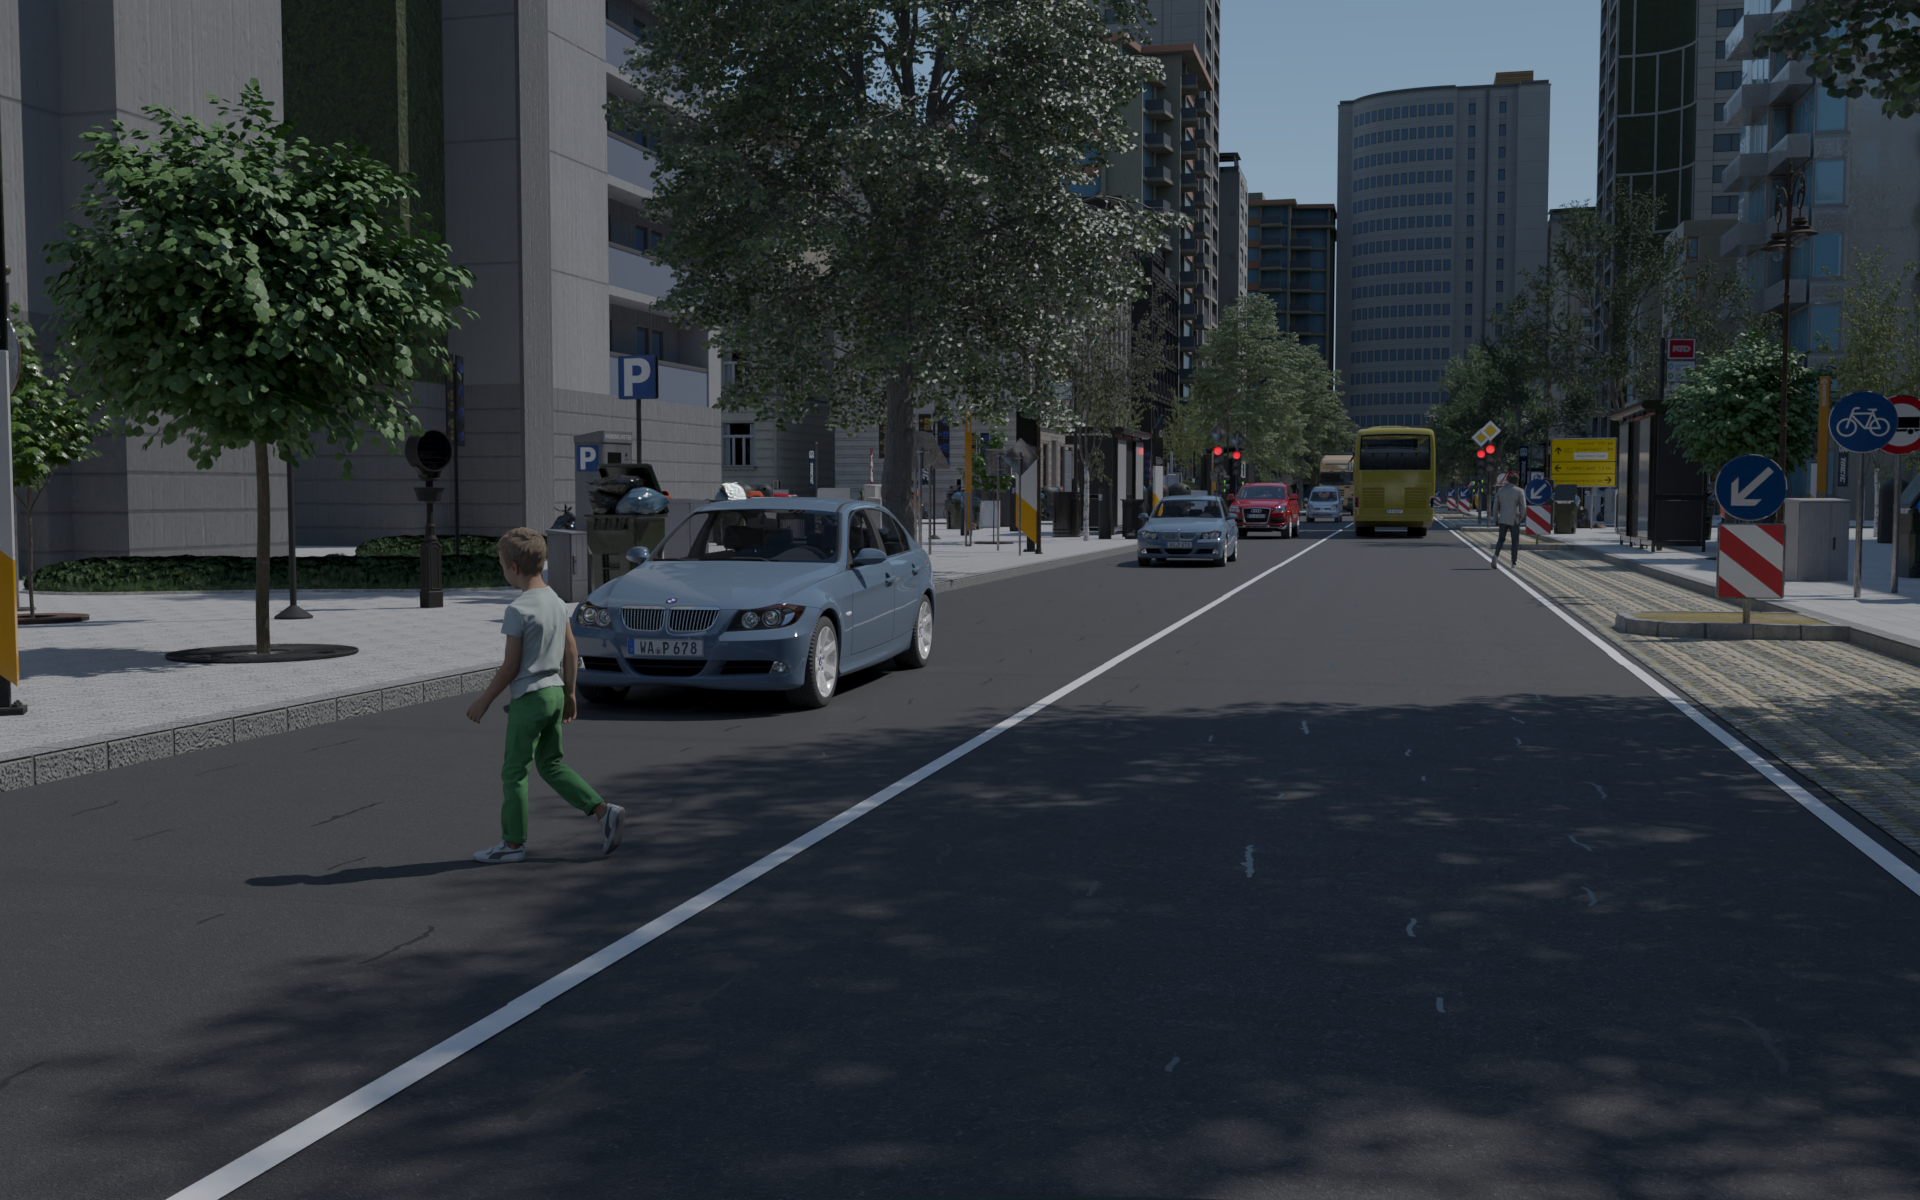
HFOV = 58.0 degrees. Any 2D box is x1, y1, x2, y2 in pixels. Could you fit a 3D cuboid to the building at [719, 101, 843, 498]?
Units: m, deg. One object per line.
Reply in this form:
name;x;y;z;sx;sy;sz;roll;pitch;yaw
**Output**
building;-21.948;-16.572;104.240;30.059;22.955;16.112;1;4;14

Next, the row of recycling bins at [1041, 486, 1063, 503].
row of recycling bins;4.832;-4.998;88.823;1.069;1.692;3.534;1;4;21

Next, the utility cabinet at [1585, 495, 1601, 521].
utility cabinet;30.113;-4.389;82.922;1.020;1.237;0.306;0;4;8

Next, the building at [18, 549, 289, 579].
building;-25.188;-29.072;17.332;21.231;58.520;28.212;1;4;14

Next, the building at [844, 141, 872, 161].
building;-8.281;-34.225;214.209;28.867;44.769;22.147;1;4;14

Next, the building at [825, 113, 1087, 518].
building;0.577;-16.187;100.821;11.583;22.565;21.152;1;4;14

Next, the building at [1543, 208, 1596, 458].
building;88.064;-33.967;238.951;14.086;41.232;14.154;1;4;14

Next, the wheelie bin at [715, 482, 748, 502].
wheelie bin;-6.239;-2.397;47.102;0.980;1.594;0.693;-3;5;-42

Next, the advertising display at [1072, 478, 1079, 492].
advertising display;4.897;-3.992;70.484;0.123;1.923;0.974;3;5;40

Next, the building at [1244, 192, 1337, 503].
building;40.489;-36.706;254.768;28.867;44.769;22.147;1;4;14

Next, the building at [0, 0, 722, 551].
building;-22.316;-31.250;52.929;28.212;58.520;21.231;1;4;14

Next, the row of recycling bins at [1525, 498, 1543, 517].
row of recycling bins;28.296;-4.792;85.468;1.069;1.692;3.534;-1;4;-11

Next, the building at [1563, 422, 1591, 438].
building;78.068;-53.460;186.743;22.319;86.520;31.000;1;4;14

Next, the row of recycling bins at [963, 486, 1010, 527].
row of recycling bins;1.115;-3.762;68.622;1.069;1.692;3.534;-2;4;-31

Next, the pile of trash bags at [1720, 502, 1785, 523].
pile of trash bags;28.500;-3.127;60.882;3.447;1.369;1.912;1;4;13

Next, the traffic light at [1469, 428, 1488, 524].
traffic light;22.191;-5.199;73.917;0.839;4.253;0.868;1;4;14

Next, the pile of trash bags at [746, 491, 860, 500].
pile of trash bags;-4.956;-2.656;53.176;3.447;1.369;1.912;-2;4;-25

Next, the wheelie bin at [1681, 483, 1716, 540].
wheelie bin;20.457;-2.446;47.895;0.980;1.594;0.693;-2;4;-31

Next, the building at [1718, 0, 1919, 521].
building;55.716;-28.698;88.828;30.456;49.044;23.786;1;4;14

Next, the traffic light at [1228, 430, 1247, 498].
traffic light;12.244;-5.353;76.435;0.839;4.253;0.868;1;4;14

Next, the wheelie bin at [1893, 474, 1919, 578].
wheelie bin;14.782;-1.142;26.586;0.693;1.594;0.980;0;4;7

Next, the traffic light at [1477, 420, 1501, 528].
traffic light;20.212;-4.725;66.180;0.839;4.253;0.868;1;4;14

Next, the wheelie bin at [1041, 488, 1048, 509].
wheelie bin;3.912;-4.714;84.988;0.693;1.594;0.980;-2;4;-23

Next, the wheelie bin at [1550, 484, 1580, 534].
wheelie bin;19.462;-2.922;55.688;0.980;1.594;0.693;2;4;32

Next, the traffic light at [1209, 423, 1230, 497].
traffic light;10.266;-4.879;68.698;0.839;4.253;0.868;1;4;14

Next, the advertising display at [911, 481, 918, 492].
advertising display;-2.437;-4.838;84.309;0.974;1.923;0.123;-1;4;-21

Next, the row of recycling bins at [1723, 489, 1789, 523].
row of recycling bins;34.427;-4.148;74.938;1.069;1.692;3.534;-1;4;-15

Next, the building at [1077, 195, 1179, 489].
building;10.212;-18.827;137.501;12.332;23.373;15.834;1;4;14

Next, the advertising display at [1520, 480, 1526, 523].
advertising display;25.043;-4.394;77.056;0.123;1.923;0.974;1;4;23

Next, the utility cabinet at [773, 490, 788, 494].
utility cabinet;-9.085;-4.789;86.976;0.318;1.500;1.173;2;4;30

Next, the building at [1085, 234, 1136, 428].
building;6.056;-16.613;120.772;9.793;20.994;18.267;1;4;14

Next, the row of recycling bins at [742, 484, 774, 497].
row of recycling bins;-9.396;-3.950;71.703;3.534;1.692;1.069;1;4;12

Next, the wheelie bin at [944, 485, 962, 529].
wheelie bin;-0.144;-3.373;63.061;0.693;1.594;0.980;-3;5;-40

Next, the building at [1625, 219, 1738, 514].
building;62.638;-16.836;120.310;27.650;21.520;28.899;1;4;14

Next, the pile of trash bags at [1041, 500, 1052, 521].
pile of trash bags;2.907;-4.410;81.852;3.447;1.369;1.912;-2;4;-28

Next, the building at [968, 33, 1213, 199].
building;12.615;-31.458;168.955;22.147;44.769;28.867;1;4;14

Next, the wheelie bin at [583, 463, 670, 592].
wheelie bin;-3.426;-0.609;17.871;0.980;1.594;0.693;1;4;22

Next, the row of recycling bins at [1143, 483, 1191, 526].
row of recycling bins;6.649;-3.347;61.841;3.534;1.692;1.069;-2;4;-27

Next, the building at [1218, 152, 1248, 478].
building;27.444;-32.198;210.035;14.086;41.232;14.154;1;4;14

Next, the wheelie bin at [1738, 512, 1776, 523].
wheelie bin;17.072;-1.789;37.161;0.980;1.594;0.693;-3;5;-42

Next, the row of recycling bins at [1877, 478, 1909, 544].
row of recycling bins;25.126;-2.255;43.984;1.069;1.692;3.534;-3;4;-36

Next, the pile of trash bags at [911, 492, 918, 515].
pile of trash bags;-2.940;-3.661;69.612;3.447;1.369;1.912;3;4;36

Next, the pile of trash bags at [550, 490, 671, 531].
pile of trash bags;-7.767;-1.825;39.598;1.912;1.369;3.447;2;4;28

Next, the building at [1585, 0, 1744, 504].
building;69.507;-44.315;162.809;20.563;71.187;20.611;1;4;14

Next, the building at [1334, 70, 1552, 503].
building;68.043;-43.114;246.915;28.212;58.520;21.231;1;4;14

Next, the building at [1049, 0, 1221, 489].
building;20.141;-46.083;191.716;20.563;71.187;20.611;1;4;14
